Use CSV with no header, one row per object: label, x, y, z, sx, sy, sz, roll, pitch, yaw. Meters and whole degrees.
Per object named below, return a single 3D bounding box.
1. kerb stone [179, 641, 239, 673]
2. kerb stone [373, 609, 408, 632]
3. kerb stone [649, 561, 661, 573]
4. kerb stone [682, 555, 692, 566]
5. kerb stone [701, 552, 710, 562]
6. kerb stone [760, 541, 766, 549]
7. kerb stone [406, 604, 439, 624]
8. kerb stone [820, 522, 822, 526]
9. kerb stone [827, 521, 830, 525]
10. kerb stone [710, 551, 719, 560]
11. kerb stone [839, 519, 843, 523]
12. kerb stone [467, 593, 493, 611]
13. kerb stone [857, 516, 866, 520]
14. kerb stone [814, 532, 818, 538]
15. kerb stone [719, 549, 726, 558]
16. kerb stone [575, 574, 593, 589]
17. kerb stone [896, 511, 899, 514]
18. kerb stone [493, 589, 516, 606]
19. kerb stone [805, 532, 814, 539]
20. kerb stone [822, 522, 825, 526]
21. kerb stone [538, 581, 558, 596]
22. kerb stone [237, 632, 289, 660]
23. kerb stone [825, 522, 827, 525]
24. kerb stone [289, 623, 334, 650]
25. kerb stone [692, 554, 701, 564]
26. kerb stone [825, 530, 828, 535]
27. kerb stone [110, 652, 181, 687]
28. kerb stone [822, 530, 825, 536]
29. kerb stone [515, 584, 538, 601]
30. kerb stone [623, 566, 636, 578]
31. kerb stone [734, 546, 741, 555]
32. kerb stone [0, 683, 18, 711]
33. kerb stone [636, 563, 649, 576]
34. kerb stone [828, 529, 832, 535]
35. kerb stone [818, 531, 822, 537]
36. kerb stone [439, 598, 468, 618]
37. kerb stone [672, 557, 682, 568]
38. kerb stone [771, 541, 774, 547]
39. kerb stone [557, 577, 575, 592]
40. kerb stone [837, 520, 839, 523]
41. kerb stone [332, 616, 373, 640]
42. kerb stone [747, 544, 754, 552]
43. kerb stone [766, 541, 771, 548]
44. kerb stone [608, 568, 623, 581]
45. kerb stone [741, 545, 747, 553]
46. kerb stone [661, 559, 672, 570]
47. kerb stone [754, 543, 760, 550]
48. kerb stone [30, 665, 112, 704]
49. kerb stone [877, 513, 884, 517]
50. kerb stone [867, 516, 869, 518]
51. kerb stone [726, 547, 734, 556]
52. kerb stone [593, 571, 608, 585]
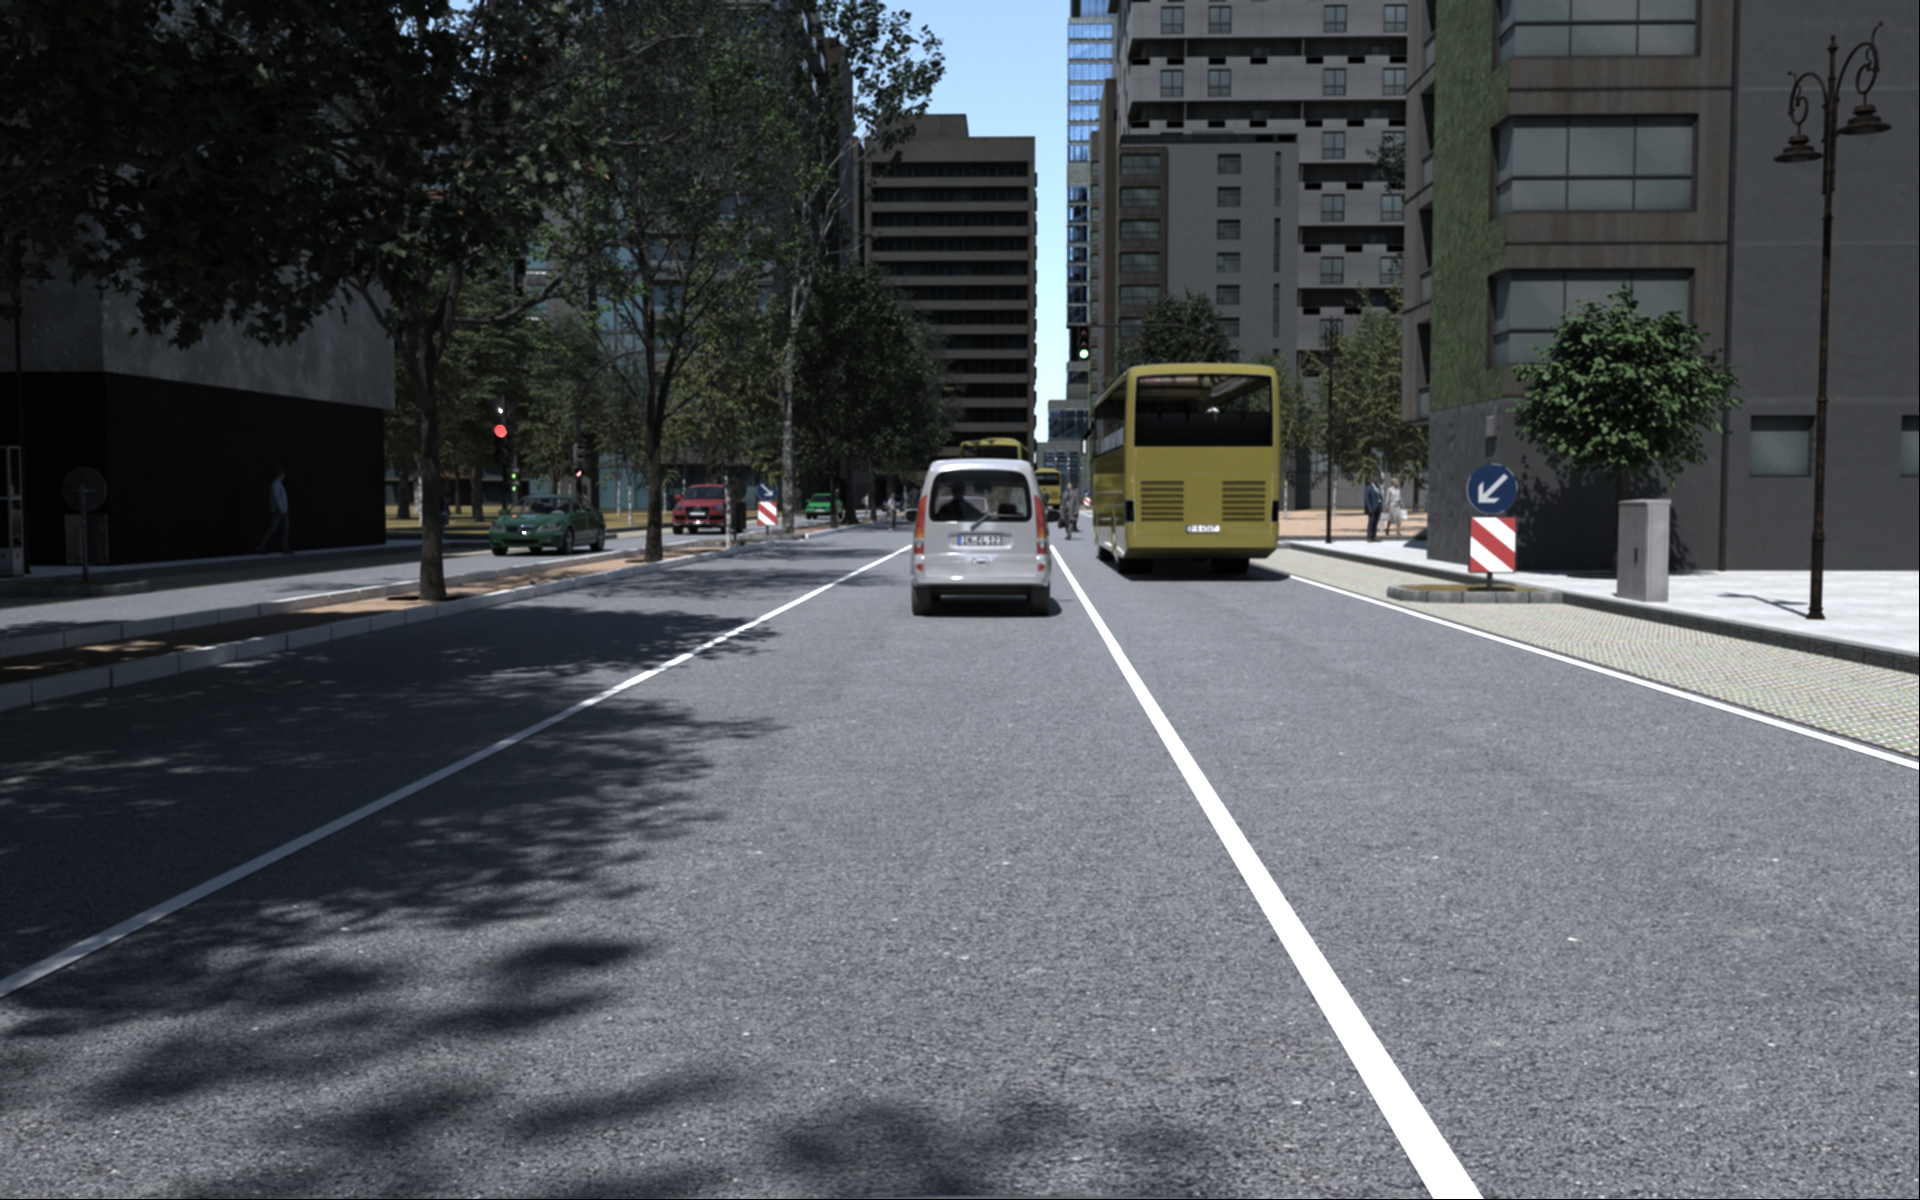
kerb stone,-6.286,0.480,14.351,0.120,0.150,1.000,0,4,2
kerb stone,-6.153,0.234,18.466,0.120,0.150,1.000,0,4,2
kerb stone,-5.703,-0.587,31.801,0.120,0.150,1.000,0,4,2
kerb stone,-5.605,-0.776,34.877,0.120,0.150,1.000,0,4,2
kerb stone,-5.536,-0.895,36.941,0.120,0.150,1.000,0,4,2
kerb stone,-5.261,-1.402,45.118,0.120,0.150,1.000,0,4,2
kerb stone,-6.115,0.166,19.486,0.120,0.150,1.000,0,4,2
kerb stone,-6.309,-3.322,76.505,0.120,0.150,1.000,0,4,2
kerb stone,-6.212,-3.507,79.574,0.120,0.150,1.000,0,4,2
kerb stone,-5.495,-0.959,37.962,0.120,0.150,1.000,0,4,2
kerb stone,-5.967,-3.949,86.758,0.120,0.150,1.000,0,4,2
kerb stone,-6.049,0.040,21.538,0.120,0.150,1.000,0,4,2
kerb stone,-5.586,-4.639,98.039,0.120,0.150,1.000,0,4,2
kerb stone,-4.858,-2.124,56.927,0.120,0.150,1.000,0,4,2
kerb stone,-5.463,-1.022,38.984,0.120,0.150,1.000,0,4,2
kerb stone,-5.878,-0.273,26.661,0.120,0.150,1.000,0,4,2
kerb stone,-4.700,-6.268,124.684,0.120,0.150,1.000,0,4,2
kerb stone,-6.018,-0.021,22.561,0.120,0.150,1.000,0,4,2
kerb stone,-4.904,-2.062,55.905,0.120,0.150,1.000,0,4,2
kerb stone,-6.274,-3.384,77.528,0.120,0.150,1.000,0,4,2
kerb stone,-5.943,-0.147,24.608,0.120,0.150,1.000,0,4,2
kerb stone,-6.256,0.420,15.383,0.120,0.150,1.000,0,4,2
kerb stone,-6.243,-3.447,78.552,0.120,0.150,1.000,0,4,2
kerb stone,-6.217,0.358,16.411,0.120,0.150,1.000,0,4,2
kerb stone,-5.566,-0.839,35.909,0.120,0.150,1.000,0,4,2
kerb stone,-4.760,-2.311,59.996,0.120,0.150,1.000,0,4,2
kerb stone,-6.318,0.542,13.330,0.120,0.150,1.000,0,4,2
kerb stone,-4.789,-2.249,58.970,0.120,0.150,1.000,0,4,2
kerb stone,-5.982,-0.085,23.582,0.120,0.150,1.000,0,4,2
kerb stone,-5.776,-0.462,29.744,0.120,0.150,1.000,0,4,2
kerb stone,-5.397,-1.151,41.026,0.120,0.150,1.000,0,4,2
kerb stone,-6.393,0.668,11.279,0.120,0.150,1.000,0,4,2
kerb stone,-5.731,-0.524,30.765,0.120,0.150,1.000,0,4,2
kerb stone,-4.729,-2.375,61.019,0.120,0.150,1.000,0,4,2
kerb stone,-4.826,-2.186,57.948,0.120,0.150,1.000,0,4,2
kerb stone,-6.082,0.110,20.517,0.120,0.150,1.000,0,4,2
kerb stone,-5.636,-0.713,33.848,0.120,0.150,1.000,0,4,2
kerb stone,-5.193,-1.527,47.164,0.120,0.150,1.000,0,4,2
kerb stone,-5.919,-0.210,25.631,0.120,0.150,1.000,0,4,2
kerb stone,-6.075,-3.760,83.670,0.120,0.150,1.000,0,4,2
kerb stone,-6.187,0.291,17.440,0.120,0.150,1.000,0,4,2
kerb stone,-5.329,-1.277,43.071,0.120,0.150,1.000,0,4,2
kerb stone,-5.227,-1.464,46.139,0.120,0.150,1.000,0,4,2
kerb stone,-5.811,-0.399,28.721,0.120,0.150,1.000,0,4,2
kerb stone,-5.362,-1.214,42.047,0.120,0.150,1.000,0,4,2
kerb stone,-5.666,-0.650,32.827,0.120,0.150,1.000,0,4,2
kerb stone,-5.295,-1.339,44.093,0.120,0.150,1.000,0,4,2
kerb stone,-6.362,0.605,12.302,0.120,0.150,1.000,0,4,2
kerb stone,-5.142,-5.454,111.370,0.120,0.150,1.000,0,4,2
kerb stone,-5.532,-4.764,100.093,0.120,0.150,1.000,0,4,2
kerb stone,-5.430,-1.083,40.005,0.120,0.150,1.000,0,4,2
kerb stone,-5.844,-0.336,27.683,0.120,0.150,1.000,0,4,2
